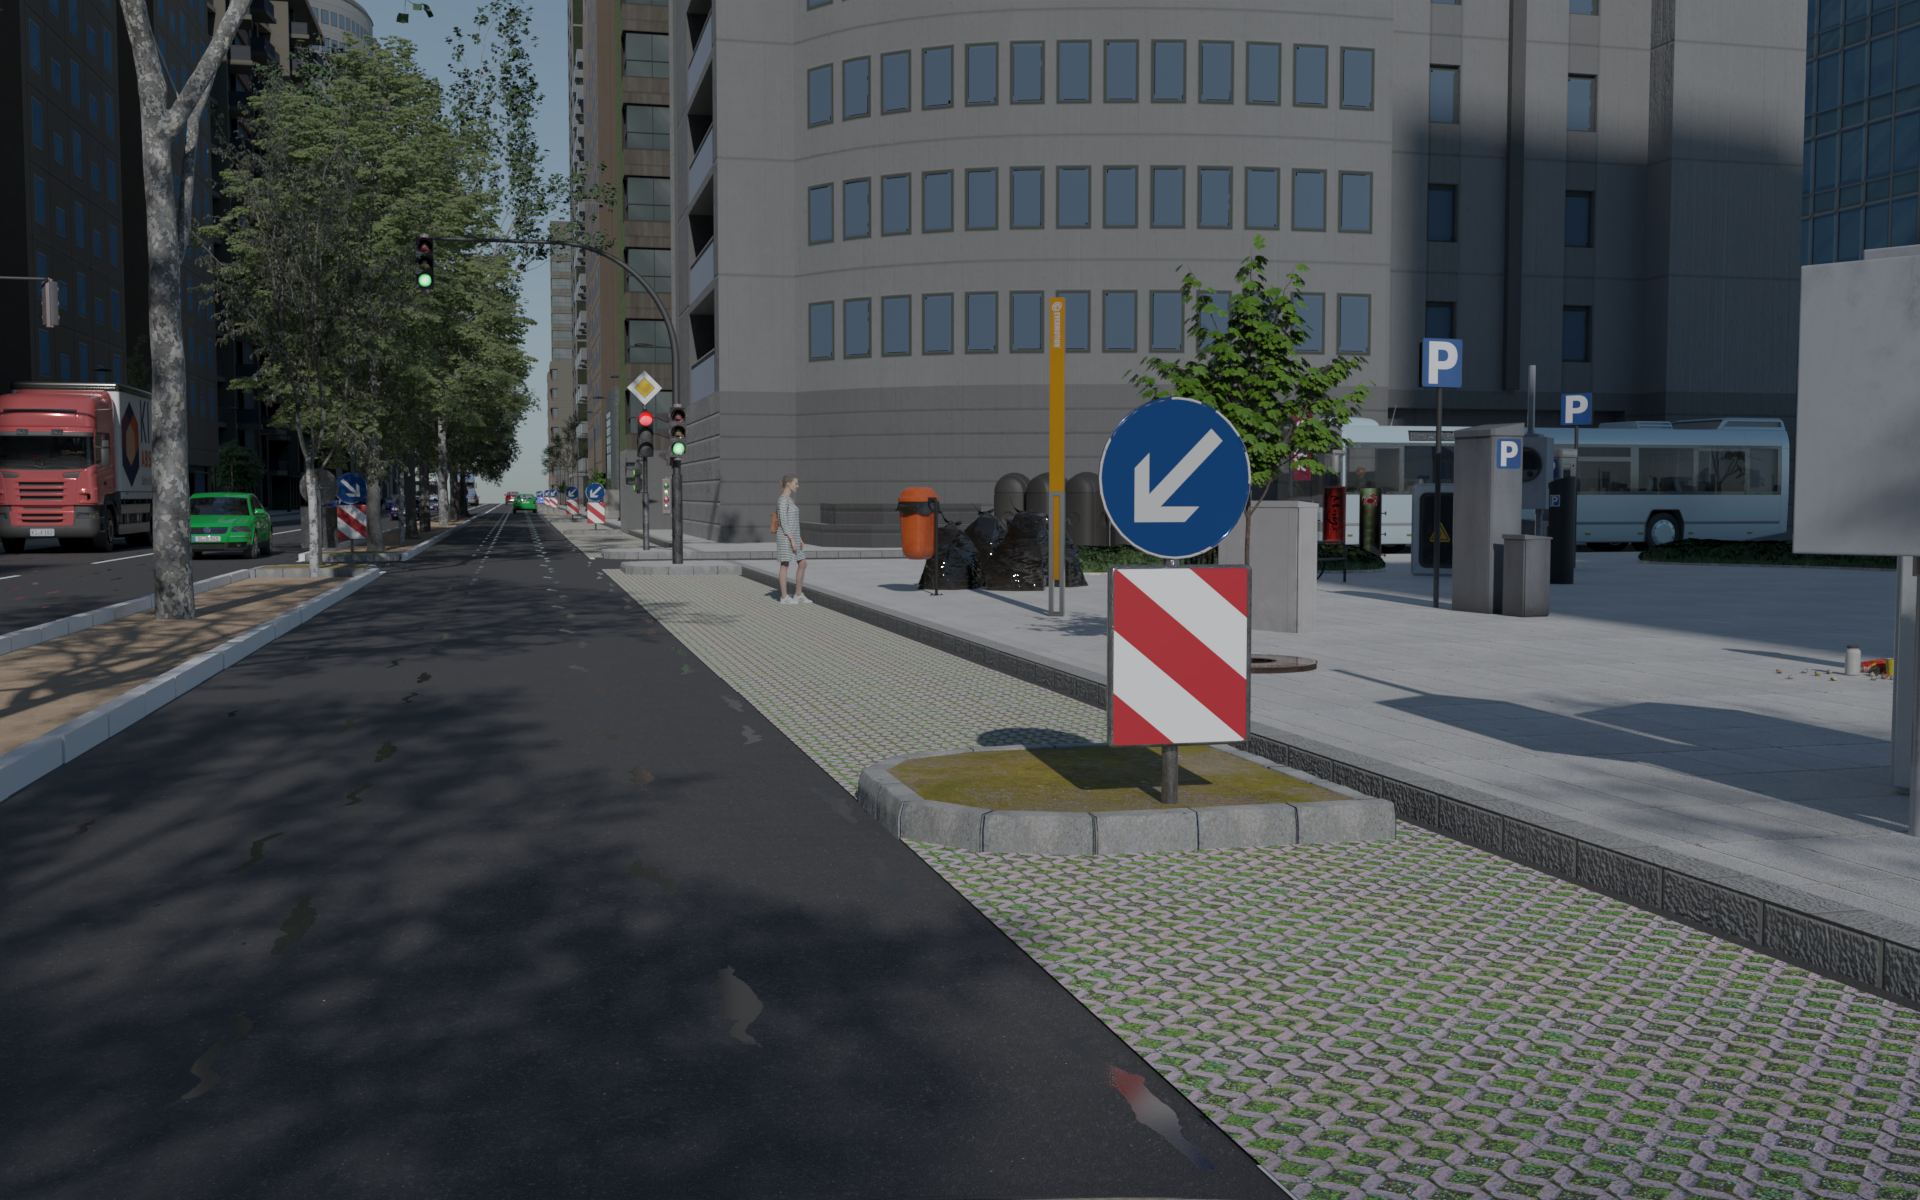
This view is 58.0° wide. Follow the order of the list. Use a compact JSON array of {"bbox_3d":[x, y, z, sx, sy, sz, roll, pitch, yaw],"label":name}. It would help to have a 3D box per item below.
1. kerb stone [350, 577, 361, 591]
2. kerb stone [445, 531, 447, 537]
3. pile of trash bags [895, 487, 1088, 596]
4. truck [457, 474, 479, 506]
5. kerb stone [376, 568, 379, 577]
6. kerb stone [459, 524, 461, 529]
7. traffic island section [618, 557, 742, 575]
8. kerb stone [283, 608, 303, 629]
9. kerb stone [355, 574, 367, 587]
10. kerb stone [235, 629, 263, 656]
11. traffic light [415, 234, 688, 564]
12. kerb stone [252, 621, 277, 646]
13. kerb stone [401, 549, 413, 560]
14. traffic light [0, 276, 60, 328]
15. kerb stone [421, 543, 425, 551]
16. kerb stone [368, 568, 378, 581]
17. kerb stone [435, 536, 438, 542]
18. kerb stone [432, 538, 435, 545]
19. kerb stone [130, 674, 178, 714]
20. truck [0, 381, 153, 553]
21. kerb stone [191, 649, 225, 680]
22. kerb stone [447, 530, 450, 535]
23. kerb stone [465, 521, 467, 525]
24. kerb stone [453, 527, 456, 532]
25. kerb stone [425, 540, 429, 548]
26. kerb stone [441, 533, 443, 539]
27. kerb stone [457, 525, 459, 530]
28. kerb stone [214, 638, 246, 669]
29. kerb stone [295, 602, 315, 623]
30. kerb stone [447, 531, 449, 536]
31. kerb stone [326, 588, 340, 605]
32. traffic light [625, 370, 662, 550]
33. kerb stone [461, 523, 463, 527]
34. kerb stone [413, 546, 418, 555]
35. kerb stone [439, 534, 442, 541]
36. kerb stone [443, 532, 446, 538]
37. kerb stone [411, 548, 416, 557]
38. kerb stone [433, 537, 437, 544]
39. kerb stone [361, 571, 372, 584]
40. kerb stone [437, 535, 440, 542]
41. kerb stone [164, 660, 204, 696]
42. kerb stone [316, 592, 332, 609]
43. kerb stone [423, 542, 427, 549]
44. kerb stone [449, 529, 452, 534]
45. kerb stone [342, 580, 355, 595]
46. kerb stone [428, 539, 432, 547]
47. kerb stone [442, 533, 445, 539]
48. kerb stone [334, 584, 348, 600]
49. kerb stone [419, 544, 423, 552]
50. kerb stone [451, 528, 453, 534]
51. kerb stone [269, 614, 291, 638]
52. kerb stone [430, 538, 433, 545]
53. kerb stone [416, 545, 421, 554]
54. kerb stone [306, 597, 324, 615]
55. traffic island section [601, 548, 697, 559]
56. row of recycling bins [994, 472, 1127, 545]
[{"bbox_3d":[-8.990,-0.207,25.574,0.120,0.150,1.000,-1,4,-14],"label":"kerb stone"},{"bbox_3d":[-16.715,-2.062,55.905,0.120,0.150,1.000,-1,4,-14],"label":"kerb stone"},{"bbox_3d":[0.240,-0.824,23.222,1.912,1.369,3.447,2,4,32],"label":"pile of trash bags"},{"bbox_3d":[-60.941,-13.703,213.803,2.967,4.110,18.799,-1,4,-14],"label":"truck"},{"bbox_3d":[-10.007,-0.446,29.547,0.120,0.150,1.000,-1,4,-14],"label":"kerb stone"},{"bbox_3d":[-19.998,-2.845,68.807,0.120,0.150,1.000,-1,4,-14],"label":"kerb stone"},{"bbox_3d":[-5.176,-0.585,31.846,2.009,0.180,2.903,-1,4,-14],"label":"traffic island section"},{"bbox_3d":[-7.215,0.218,18.623,0.120,0.150,1.000,-1,4,-14],"label":"kerb stone"},{"bbox_3d":[-9.250,-0.268,26.573,0.120,0.150,1.000,-1,4,-14],"label":"kerb stone"},{"bbox_3d":[-6.458,0.401,15.638,0.120,0.150,1.000,-1,4,-14],"label":"kerb stone"},{"bbox_3d":[-7.223,-3.450,31.069,4.771,5.953,1.251,-1,4,-14],"label":"traffic light"},{"bbox_3d":[-6.715,0.340,16.632,0.120,0.150,1.000,-1,4,-14],"label":"kerb stone"},{"bbox_3d":[-12.160,-0.964,38.008,0.120,0.150,1.000,-1,4,-14],"label":"kerb stone"},{"bbox_3d":[-21.278,-3.746,35.908,4.771,5.953,1.251,-1,4,-14],"label":"traffic light"},{"bbox_3d":[-13.424,-1.271,42.977,0.120,0.150,1.000,-1,4,-14],"label":"kerb stone"},{"bbox_3d":[-9.748,-0.389,28.558,0.120,0.150,1.000,-1,4,-14],"label":"kerb stone"},{"bbox_3d":[-15.197,-1.695,49.937,0.120,0.150,1.000,-1,4,-14],"label":"kerb stone"},{"bbox_3d":[-14.691,-1.575,47.953,0.120,0.150,1.000,-1,4,-14],"label":"kerb stone"},{"bbox_3d":[-5.446,0.644,11.663,0.120,0.150,1.000,-1,4,-14],"label":"kerb stone"},{"bbox_3d":[-22.879,-3.457,45.442,2.839,4.237,11.283,-1,4,-15],"label":"truck"},{"bbox_3d":[-5.957,0.523,13.646,0.120,0.150,1.000,-1,4,-14],"label":"kerb stone"},{"bbox_3d":[-17.221,-2.183,57.886,0.120,0.150,1.000,-1,4,-14],"label":"kerb stone"},{"bbox_3d":[-21.776,-3.272,75.762,0.120,0.150,1.000,-1,4,-14],"label":"kerb stone"},{"bbox_3d":[-18.479,-2.486,62.845,0.120,0.150,1.000,-1,4,-14],"label":"kerb stone"},{"bbox_3d":[-13.933,-1.391,44.969,0.120,0.150,1.000,-1,4,-14],"label":"kerb stone"},{"bbox_3d":[-15.956,-1.879,52.922,0.120,0.150,1.000,-1,4,-14],"label":"kerb stone"},{"bbox_3d":[-19.498,-2.727,66.823,0.120,0.150,1.000,-1,4,-14],"label":"kerb stone"},{"bbox_3d":[-6.200,0.462,14.639,0.120,0.150,1.000,-1,4,-14],"label":"kerb stone"},{"bbox_3d":[-7.459,0.158,19.616,0.120,0.150,1.000,-1,4,-14],"label":"kerb stone"},{"bbox_3d":[-16.959,-2.122,56.898,0.120,0.150,1.000,-1,4,-14],"label":"kerb stone"},{"bbox_3d":[-8.232,-0.023,22.594,0.120,0.150,1.000,-1,4,-14],"label":"kerb stone"},{"bbox_3d":[-7.189,-3.091,39.461,0.839,4.253,0.868,-1,4,-14],"label":"traffic light"},{"bbox_3d":[-20.508,-2.972,70.794,0.120,0.150,1.000,-1,4,-14],"label":"kerb stone"},{"bbox_3d":[-12.665,-1.088,39.989,0.120,0.150,1.000,-1,4,-14],"label":"kerb stone"},{"bbox_3d":[-15.700,-1.817,51.925,0.120,0.150,1.000,-1,4,-14],"label":"kerb stone"},{"bbox_3d":[-16.465,-1.998,54.908,0.120,0.150,1.000,-1,4,-14],"label":"kerb stone"},{"bbox_3d":[-12.407,-1.020,39.000,0.120,0.150,1.000,-1,4,-14],"label":"kerb stone"},{"bbox_3d":[-14.946,-1.635,48.946,0.120,0.150,1.000,-1,4,-14],"label":"kerb stone"},{"bbox_3d":[-9.503,-0.327,27.565,0.120,0.150,1.000,-1,4,-14],"label":"kerb stone"},{"bbox_3d":[-15.446,-1.758,50.934,0.120,0.150,1.000,-1,4,-14],"label":"kerb stone"},{"bbox_3d":[-5.699,0.583,12.656,0.120,0.150,1.000,-1,4,-14],"label":"kerb stone"},{"bbox_3d":[-7.978,0.037,21.594,0.120,0.150,1.000,-1,4,-14],"label":"kerb stone"},{"bbox_3d":[-13.679,-1.332,43.974,0.120,0.150,1.000,-1,4,-14],"label":"kerb stone"},{"bbox_3d":[-17.727,-2.304,59.866,0.120,0.150,1.000,-1,4,-14],"label":"kerb stone"},{"bbox_3d":[-8.736,-0.146,24.584,0.120,0.150,1.000,-1,4,-14],"label":"kerb stone"},{"bbox_3d":[-14.180,-1.451,45.961,0.120,0.150,1.000,-1,4,-14],"label":"kerb stone"},{"bbox_3d":[-16.207,-1.940,53.915,0.120,0.150,1.000,-1,4,-14],"label":"kerb stone"},{"bbox_3d":[-8.481,-0.085,23.586,0.120,0.150,1.000,-1,4,-14],"label":"kerb stone"},{"bbox_3d":[-13.165,-1.210,41.980,0.120,0.150,1.000,-1,4,-14],"label":"kerb stone"},{"bbox_3d":[-17.982,-2.365,60.860,0.120,0.150,1.000,-1,4,-14],"label":"kerb stone"},{"bbox_3d":[-6.963,0.280,17.633,0.120,0.150,1.000,-1,4,-14],"label":"kerb stone"},{"bbox_3d":[-14.441,-1.515,46.960,0.120,0.150,1.000,-1,4,-14],"label":"kerb stone"},{"bbox_3d":[-12.915,-1.149,40.989,0.120,0.150,1.000,-1,4,-14],"label":"kerb stone"},{"bbox_3d":[-7.722,0.097,20.604,0.120,0.150,1.000,-1,4,-14],"label":"kerb stone"},{"bbox_3d":[-7.147,-1.058,39.585,2.009,0.180,2.903,-1,4,-14],"label":"traffic island section"},{"bbox_3d":[2.080,-1.555,32.543,3.534,1.692,1.069,3,5,39],"label":"row of recycling bins"}]
